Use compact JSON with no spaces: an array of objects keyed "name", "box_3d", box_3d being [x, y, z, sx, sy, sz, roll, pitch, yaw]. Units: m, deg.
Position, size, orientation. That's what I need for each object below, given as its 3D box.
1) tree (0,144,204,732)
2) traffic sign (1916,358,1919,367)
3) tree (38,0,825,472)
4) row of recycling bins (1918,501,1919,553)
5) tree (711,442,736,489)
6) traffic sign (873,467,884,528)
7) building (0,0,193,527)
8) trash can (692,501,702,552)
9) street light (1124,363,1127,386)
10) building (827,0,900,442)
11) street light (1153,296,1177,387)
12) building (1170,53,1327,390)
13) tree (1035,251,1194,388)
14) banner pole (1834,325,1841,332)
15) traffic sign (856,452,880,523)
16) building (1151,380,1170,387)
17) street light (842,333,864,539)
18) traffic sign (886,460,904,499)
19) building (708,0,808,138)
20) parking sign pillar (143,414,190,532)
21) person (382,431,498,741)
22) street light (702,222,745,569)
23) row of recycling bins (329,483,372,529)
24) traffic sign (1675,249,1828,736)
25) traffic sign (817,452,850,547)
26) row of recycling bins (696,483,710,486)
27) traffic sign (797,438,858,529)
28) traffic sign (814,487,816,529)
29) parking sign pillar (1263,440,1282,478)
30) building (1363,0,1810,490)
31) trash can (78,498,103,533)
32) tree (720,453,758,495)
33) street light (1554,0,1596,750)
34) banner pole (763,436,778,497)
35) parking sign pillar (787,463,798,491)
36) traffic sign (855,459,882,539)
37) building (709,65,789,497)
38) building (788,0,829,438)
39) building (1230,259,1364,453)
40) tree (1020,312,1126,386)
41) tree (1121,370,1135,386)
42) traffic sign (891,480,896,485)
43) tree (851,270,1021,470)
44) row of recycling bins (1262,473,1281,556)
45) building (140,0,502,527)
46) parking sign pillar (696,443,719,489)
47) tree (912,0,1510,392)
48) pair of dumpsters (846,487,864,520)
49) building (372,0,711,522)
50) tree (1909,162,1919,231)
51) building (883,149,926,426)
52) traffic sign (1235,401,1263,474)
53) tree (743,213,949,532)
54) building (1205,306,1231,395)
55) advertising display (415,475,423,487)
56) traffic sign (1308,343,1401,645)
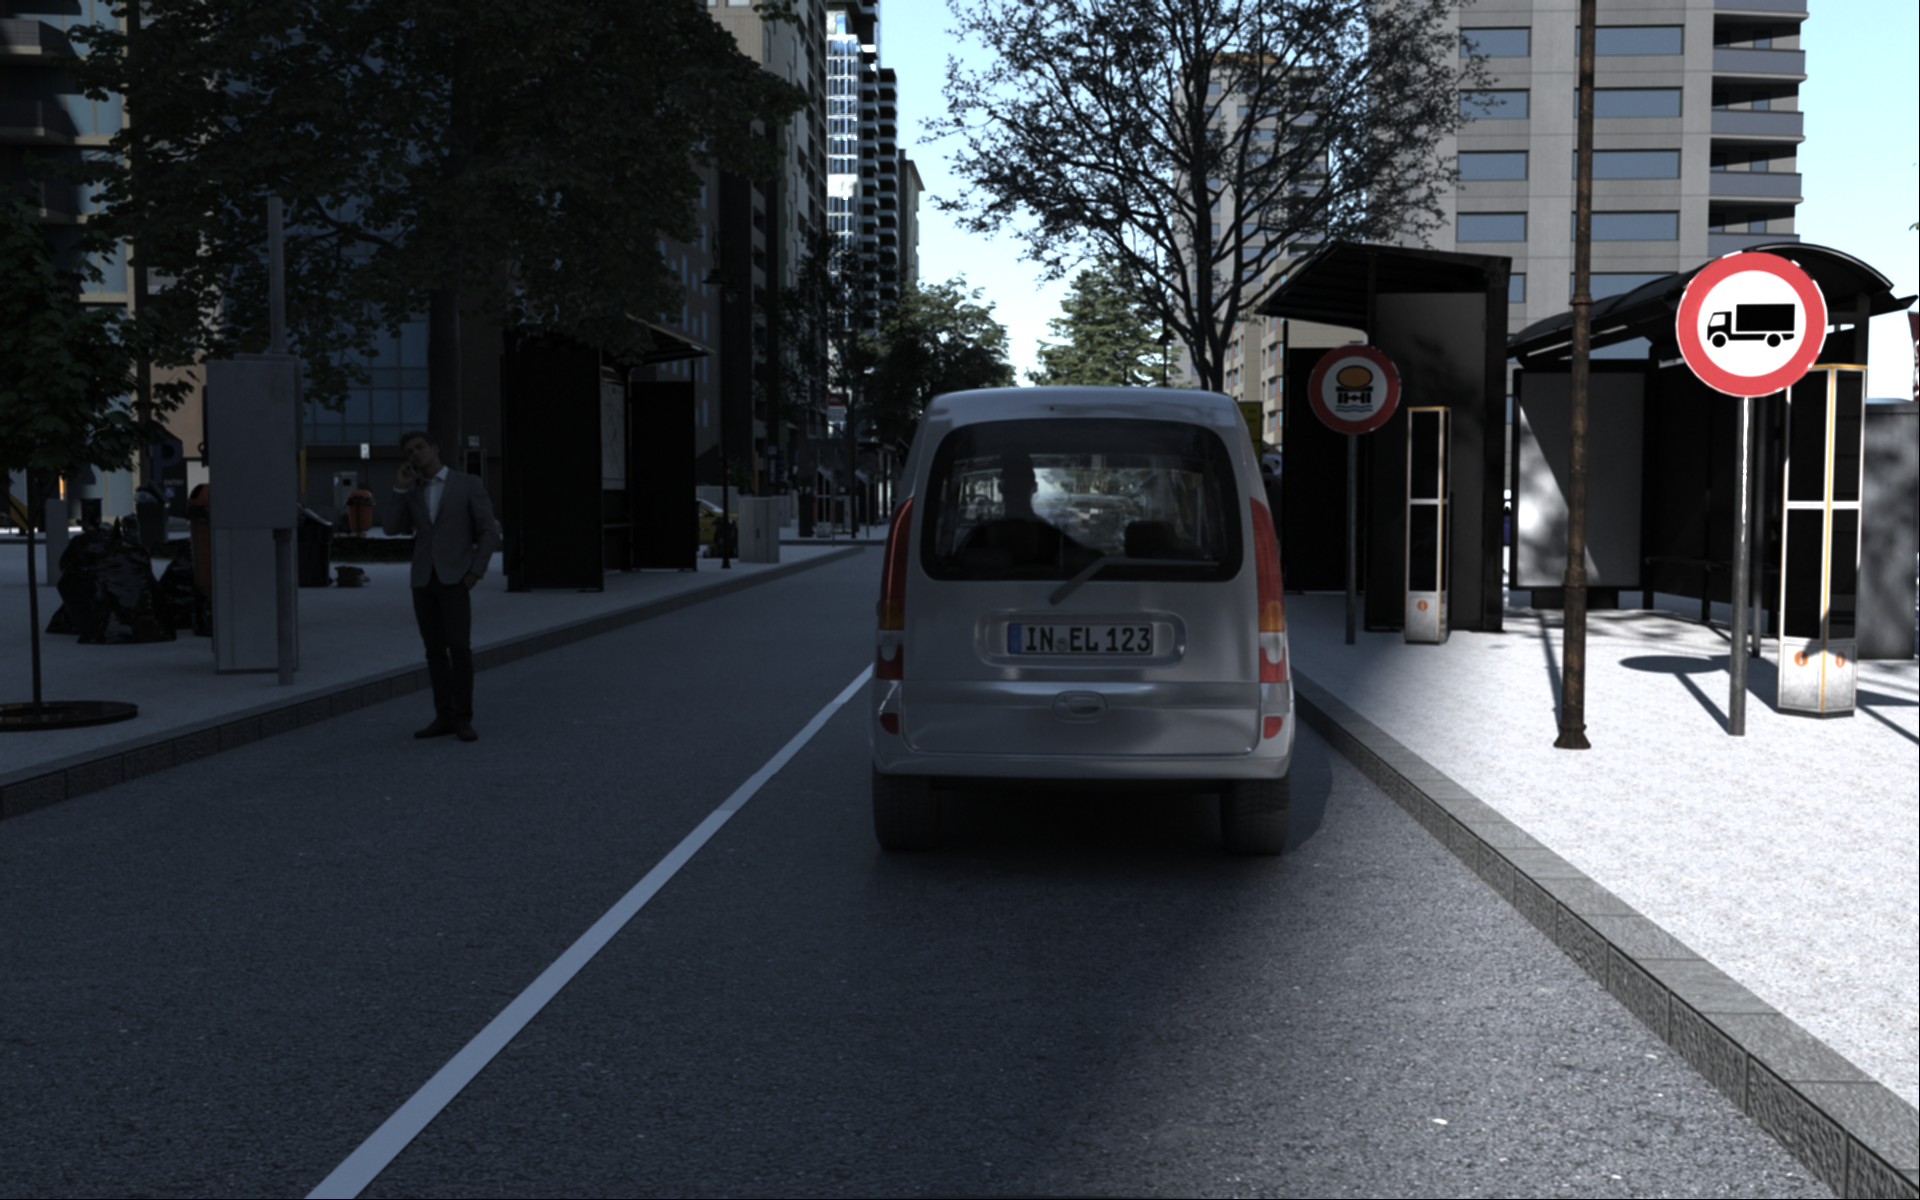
[{"name":"tree","box_3d":[-5.151,-0.919,9.621,1.663,3.219,1.824,0,3,0]},{"name":"traffic sign","box_3d":[4.429,-0.441,7.209,0.884,2.594,0.081,1,4,9]},{"name":"tree","box_3d":[-4.831,-6.074,17.437,7.486,12.596,7.792,0,3,0]},{"name":"row of recycling bins","box_3d":[22.409,-1.906,38.274,3.534,1.692,1.069,0,4,-6]},{"name":"tree","box_3d":[-15.447,-7.584,107.717,4.285,4.588,4.351,0,3,0]},{"name":"traffic sign","box_3d":[-3.147,-3.822,64.621,0.606,2.300,0.079,0,4,4]},{"name":"building","box_3d":[-45.126,-25.627,73.629,28.867,44.769,22.147,0,4,3]},{"name":"trash can","box_3d":[-5.860,-1.544,36.904,0.748,1.137,0.748,0,3,0]},{"name":"street light","box_3d":[5.815,-5.399,61.055,0.468,5.910,1.993,0,4,3]},{"name":"building","box_3d":[-18.613,-56.532,236.964,22.319,86.520,31.000,0,4,3]},{"name":"street light","box_3d":[4.764,-4.130,40.317,0.468,5.910,1.993,0,4,3]},{"name":"building","box_3d":[39.613,-42.589,238.329,21.231,58.520,28.212,0,4,3]},{"name":"tree","box_3d":[6.980,-10.001,81.643,7.486,12.596,7.792,0,3,0]},{"name":"banner pole","box_3d":[10.324,-1.892,20.954,0.863,3.779,0.401,3,5,43]},{"name":"traffic sign","box_3d":[-2.826,-3.236,53.012,0.768,2.556,0.104,1,4,10]},{"name":"building","box_3d":[43.821,-25.856,267.782,27.650,21.520,28.899,0,4,3]},{"name":"street light","box_3d":[-3.070,-4.712,49.823,0.468,5.910,1.993,0,4,3]},{"name":"traffic sign","box_3d":[-2.401,-4.048,66.182,0.884,2.594,0.081,1,4,12]},{"name":"building","box_3d":[-26.957,-33.626,139.025,28.713,52.752,27.495,0,4,3]},{"name":"parking sign pillar","box_3d":[-27.007,-4.308,58.909,1.447,3.967,1.447,3,4,37]},{"name":"person","box_3d":[-3.048,-0.092,10.183,0.592,1.802,0.473,2,4,25]},{"name":"street light","box_3d":[-4.041,-3.483,29.738,0.468,5.910,1.993,0,4,3]},{"name":"row of recycling bins","box_3d":[-22.196,-3.419,63.008,1.069,1.692,3.534,0,4,-6]},{"name":"traffic sign","box_3d":[4.133,-0.552,9.137,0.768,2.556,0.104,0,4,5]},{"name":"traffic sign","box_3d":[-3.044,-2.325,41.655,0.795,2.450,0.064,0,4,3]},{"name":"row of recycling bins","box_3d":[-10.810,-3.468,63.812,3.534,1.692,1.069,0,4,5]},{"name":"traffic sign","box_3d":[-4.828,-4.234,63.098,2.265,3.308,0.079,1,4,10]},{"name":"traffic sign","box_3d":[-5.373,-3.926,64.199,0.884,2.594,0.081,1,4,8]},{"name":"parking sign pillar","box_3d":[15.519,-5.919,85.251,1.447,3.967,1.447,0,4,-1]},{"name":"building","box_3d":[34.081,-34.040,98.559,21.231,58.520,28.212,0,4,3]},{"name":"trash can","box_3d":[-28.933,-2.816,57.691,0.748,1.137,0.748,0,3,0]},{"name":"tree","box_3d":[-10.565,-5.351,82.087,1.663,3.219,1.824,0,3,0]},{"name":"street light","box_3d":[3.104,-2.191,8.603,0.468,5.910,1.993,0,4,3]},{"name":"banner pole","box_3d":[-8.249,-5.194,74.945,0.863,3.779,0.401,1,4,17]},{"name":"parking sign pillar","box_3d":[-11.102,-7.920,117.970,1.447,3.967,1.447,-1,4,-21]},{"name":"traffic sign","box_3d":[-2.633,-2.813,49.630,0.795,2.450,0.064,0,4,3]},{"name":"building","box_3d":[-19.574,-21.106,116.777,14.160,30.474,14.107,0,4,3]},{"name":"building","box_3d":[-20.975,-44.291,162.403,20.563,71.187,20.611,0,4,3]},{"name":"building","box_3d":[37.781,-18.131,141.483,27.650,21.520,28.899,0,4,3]},{"name":"tree","box_3d":[12.048,-19.657,177.288,12.611,20.169,13.585,0,3,0]},{"name":"tree","box_3d":[8.708,-9.429,104.527,4.737,8.622,4.395,0,3,0]},{"name":"traffic sign","box_3d":[-2.898,-4.683,78.694,0.606,2.300,0.079,1,4,13]},{"name":"tree","box_3d":[-1.689,-11.742,98.633,9.857,13.997,8.962,0,3,0]},{"name":"row of recycling bins","box_3d":[5.551,-1.648,34.063,3.534,1.692,1.069,0,4,-1]},{"name":"building","box_3d":[-23.692,-25.816,72.206,14.600,45.320,14.200,0,4,3]},{"name":"parking sign pillar","box_3d":[-13.266,-6.245,90.581,1.447,3.967,1.447,-2,4,-28]},{"name":"tree","box_3d":[4.166,-7.227,28.525,12.009,13.543,11.850,0,3,0]},{"name":"pair of dumpsters","box_3d":[-4.417,-4.681,79.027,1.574,2.255,4.437,0,4,3]},{"name":"building","box_3d":[-21.917,-27.168,94.303,14.600,45.320,14.200,0,4,3]},{"name":"tree","box_3d":[13.525,-4.258,19.989,4.737,8.622,4.395,0,3,0]},{"name":"building","box_3d":[-20.400,-41.508,267.886,28.713,52.752,27.495,0,4,3]},{"name":"traffic sign","box_3d":[5.504,-2.706,38.114,2.265,3.308,0.079,0,4,7]},{"name":"tree","box_3d":[-3.868,-7.572,58.210,7.601,10.594,8.767,0,4,1]},{"name":"building","box_3d":[38.971,-19.894,170.305,27.650,21.520,28.899,0,4,3]},{"name":"advertising display","box_3d":[-17.801,-3.200,57.538,0.123,1.923,0.974,1,4,8]},{"name":"traffic sign","box_3d":[3.337,-0.894,14.726,0.768,2.556,0.104,1,4,8]}]
